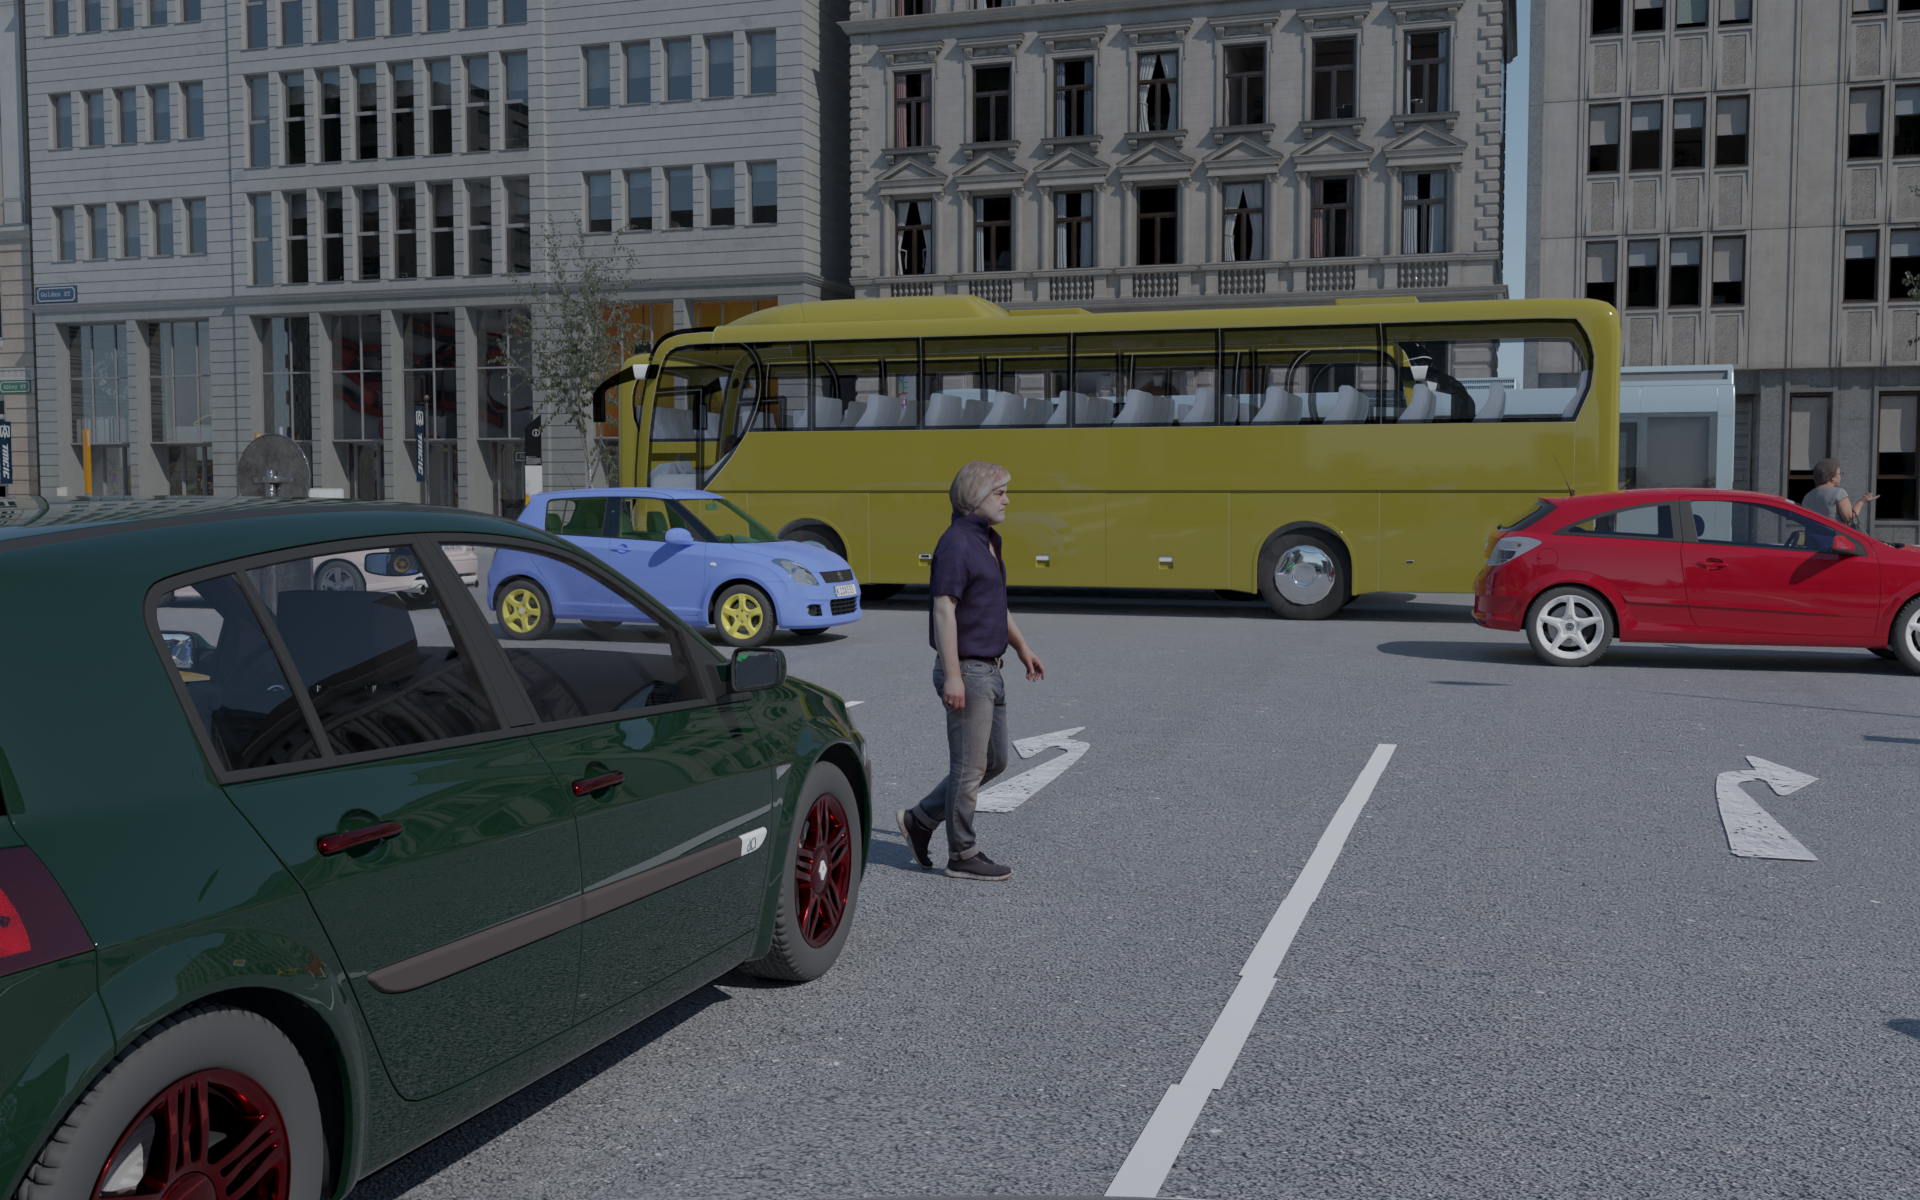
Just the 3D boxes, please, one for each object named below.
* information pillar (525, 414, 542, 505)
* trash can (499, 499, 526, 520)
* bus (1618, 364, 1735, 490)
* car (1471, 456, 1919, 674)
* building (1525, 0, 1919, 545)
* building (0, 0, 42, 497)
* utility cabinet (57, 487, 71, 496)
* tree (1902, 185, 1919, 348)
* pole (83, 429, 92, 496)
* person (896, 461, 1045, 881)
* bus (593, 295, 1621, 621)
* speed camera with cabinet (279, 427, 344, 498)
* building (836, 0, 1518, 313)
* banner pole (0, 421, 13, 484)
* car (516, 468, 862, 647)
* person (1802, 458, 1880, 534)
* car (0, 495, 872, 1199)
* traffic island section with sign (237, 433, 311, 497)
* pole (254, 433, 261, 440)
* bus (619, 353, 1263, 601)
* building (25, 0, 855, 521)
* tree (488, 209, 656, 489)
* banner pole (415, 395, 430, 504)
[{"bbox_3d":[-12.435,-3.623,50.589,0.504,3.616,0.183,0,4,-7],"label":"information pillar"},{"bbox_3d":[-12.674,-2.291,49.117,0.748,1.137,0.748,0,3,0],"label":"trash can"},{"bbox_3d":[5.002,-2.003,27.609,13.247,3.499,2.948,1,4,19],"label":"bus"},{"bbox_3d":[6.677,-0.344,14.665,4.494,1.783,2.155,1,4,18],"label":"car"},{"bbox_3d":[26.236,-14.068,48.033,19.932,24.808,12.078,1,4,18],"label":"building"},{"bbox_3d":[-40.748,-17.432,70.919,20.117,28.700,13.634,1,4,18],"label":"building"},{"bbox_3d":[-28.237,-2.808,54.585,0.318,1.500,1.173,-1,4,-22],"label":"utility cabinet"},{"bbox_3d":[22.384,-5.325,37.427,4.360,8.622,3.978,0,3,0],"label":"tree"},{"bbox_3d":[-27.436,-3.709,54.483,0.158,3.312,0.155,0,3,0],"label":"pole"},{"bbox_3d":[0.022,0.257,6.506,0.569,1.553,0.471,-3,5,-42],"label":"person"},{"bbox_3d":[1.577,-1.829,21.457,12.252,3.916,2.896,1,4,18],"label":"bus"},{"bbox_3d":[-19.448,-3.501,51.577,2.038,3.252,0.660,-1,4,-20],"label":"speed camera with cabinet"},{"bbox_3d":[7.061,-13.743,53.569,19.941,23.489,11.050,1,4,18],"label":"building"},{"bbox_3d":[-28.851,-3.801,52.164,0.401,3.779,0.863,1,4,16],"label":"banner pole"},{"bbox_3d":[-2.813,-0.468,17.237,3.694,1.707,1.945,1,4,19],"label":"car"},{"bbox_3d":[8.555,-0.485,16.793,0.532,1.782,0.716,-1,4,-22],"label":"person"},{"bbox_3d":[-1.560,0.343,4.184,2.009,1.686,4.222,1,4,17],"label":"car"},{"bbox_3d":[-5.379,-0.270,12.554,2.006,1.907,1.989,1,4,18],"label":"traffic island section with sign"},{"bbox_3d":[-23.504,-3.926,58.026,0.158,3.312,0.155,0,3,0],"label":"pole"},{"bbox_3d":[1.052,-2.057,25.185,12.252,3.916,2.896,1,4,18],"label":"bus"},{"bbox_3d":[-17.033,-17.360,61.329,29.804,29.767,11.434,1,4,18],"label":"building"},{"bbox_3d":[-9.642,-5.751,44.390,4.360,8.622,3.978,0,3,0],"label":"tree"},{"bbox_3d":[-13.523,-3.281,43.655,0.401,3.779,0.863,1,4,9],"label":"banner pole"}]
